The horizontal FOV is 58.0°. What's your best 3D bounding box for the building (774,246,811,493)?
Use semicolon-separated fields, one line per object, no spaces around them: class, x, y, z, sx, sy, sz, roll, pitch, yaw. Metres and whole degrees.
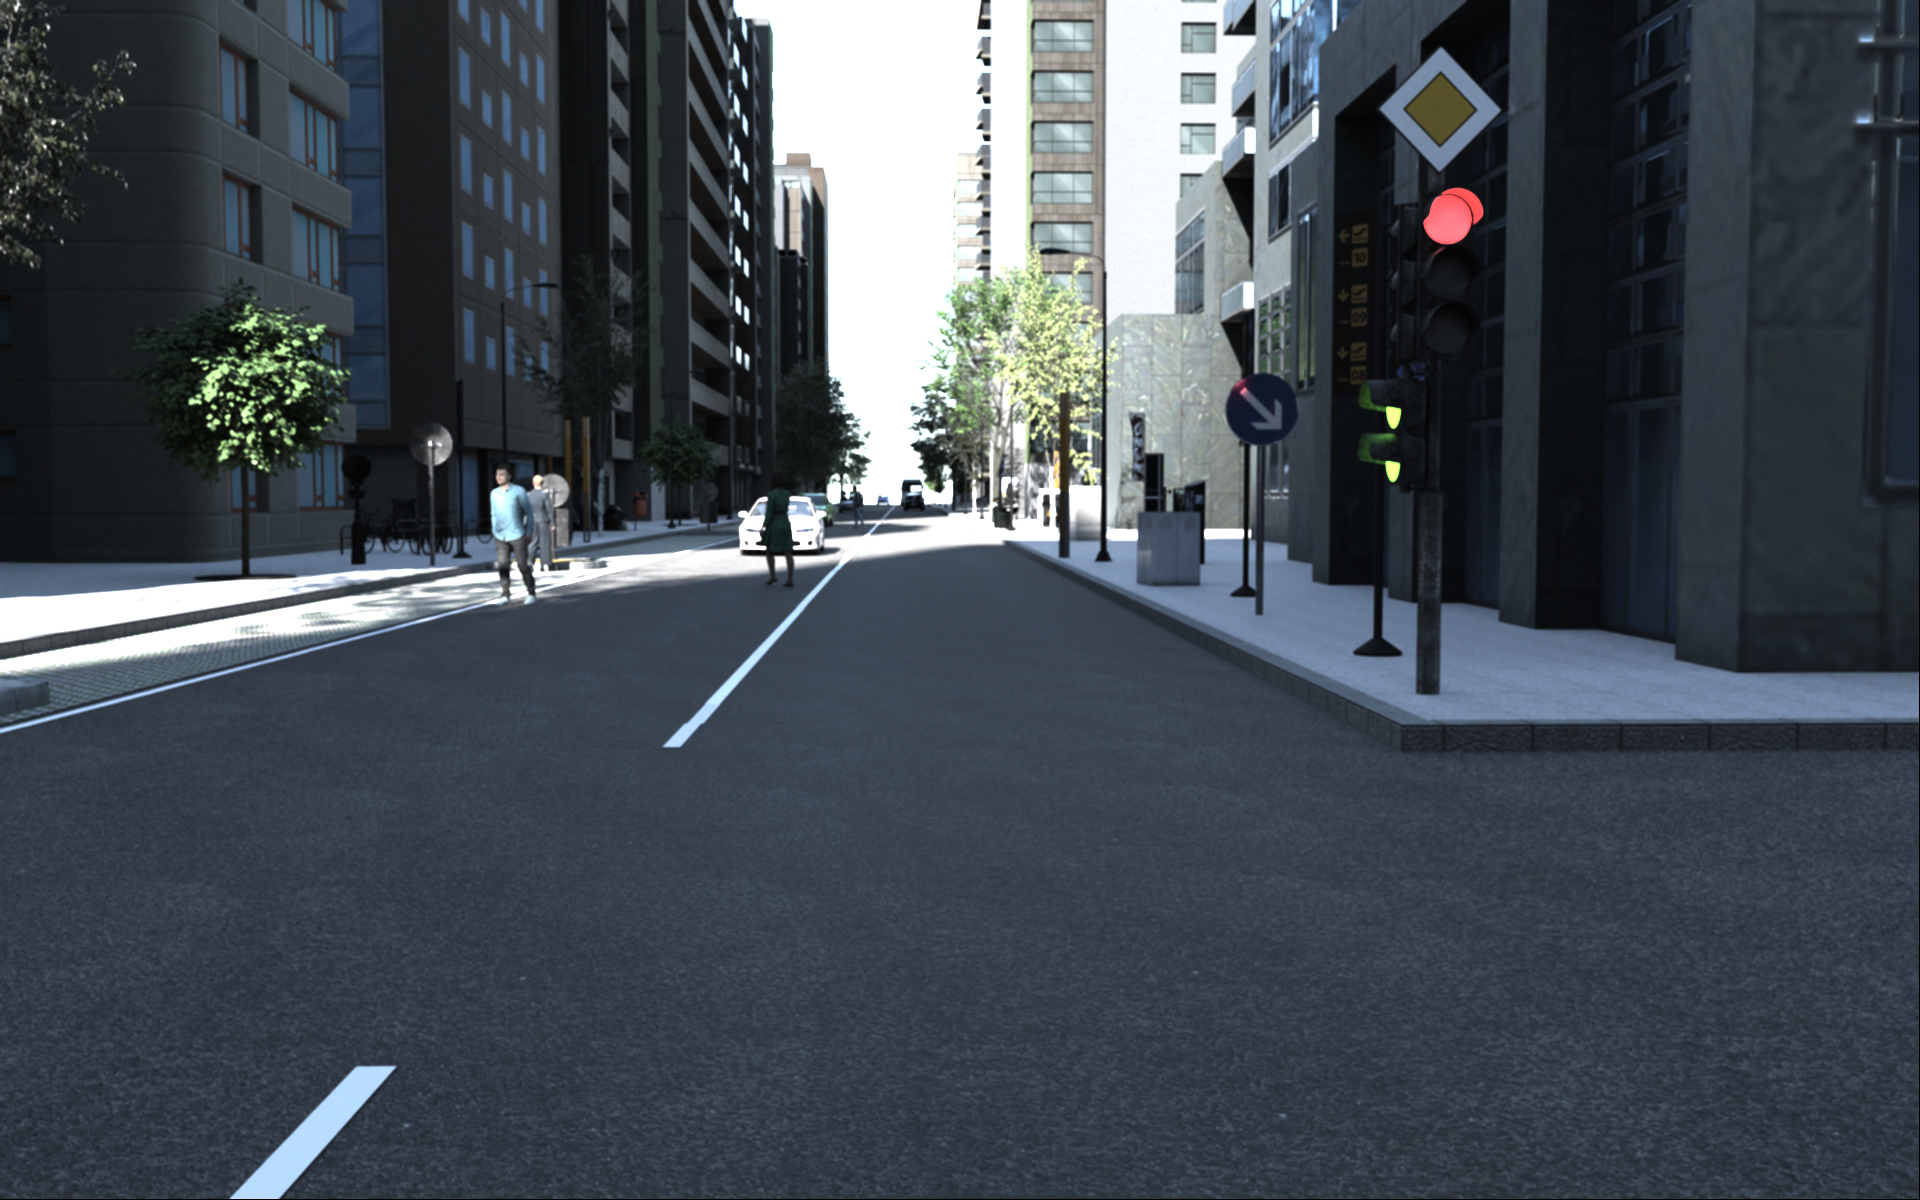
building;-24.904;-26.348;202.489;14.160;30.474;14.107;0;4;-2

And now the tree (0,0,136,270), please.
tree;-10.161;-4.088;17.199;4.360;8.622;3.978;0;3;0

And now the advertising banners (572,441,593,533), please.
advertising banners;-12.875;-3.687;56.462;2.074;3.025;0.090;1;4;15

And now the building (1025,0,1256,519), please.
building;10.461;-19.777;95.049;14.160;30.474;14.107;0;4;-2

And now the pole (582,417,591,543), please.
pole;-9.879;-3.177;45.784;0.158;3.312;0.155;0;3;0

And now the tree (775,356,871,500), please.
tree;-14.619;-15.540;160.740;9.857;13.997;8.962;0;3;0

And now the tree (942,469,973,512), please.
tree;0.106;-7.927;124.204;1.663;3.219;1.824;0;3;0

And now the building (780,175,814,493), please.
building;-25.703;-32.576;216.212;14.154;41.232;14.086;0;4;-2

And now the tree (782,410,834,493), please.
tree;-13.359;-12.333;152.011;4.360;8.622;3.978;0;3;0

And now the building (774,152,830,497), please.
building;-24.594;-35.506;230.639;14.600;45.320;14.200;0;4;-2

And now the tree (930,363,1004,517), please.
tree;0.587;-8.918;96.171;4.360;8.622;3.978;0;3;0

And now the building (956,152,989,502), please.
building;6.450;-32.180;209.735;14.154;41.232;14.086;0;4;-2

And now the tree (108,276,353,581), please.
tree;-10.934;-2.596;26.165;4.285;4.588;4.351;0;3;0

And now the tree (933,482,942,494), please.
tree;-2.489;-12.777;203.503;1.663;3.219;1.824;0;3;0

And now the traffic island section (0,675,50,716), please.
traffic island section;-7.155;0.700;10.829;2.009;0.180;2.903;0;4;-2

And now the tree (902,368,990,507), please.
tree;-0.660;-16.208;171.648;9.857;13.997;8.962;0;3;0

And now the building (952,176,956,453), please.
building;10.089;-35.268;231.257;22.147;44.769;28.867;0;4;-2

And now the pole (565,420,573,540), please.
pole;-10.806;-3.300;47.800;0.158;3.312;0.155;0;3;0

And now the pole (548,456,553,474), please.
pole;-15.488;-4.382;65.497;0.158;3.312;0.155;0;3;0

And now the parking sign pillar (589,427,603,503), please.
parking sign pillar;-14.859;-5.007;70.330;1.447;3.967;1.447;-2;4;-24

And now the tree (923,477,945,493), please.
tree;-3.595;-15.549;237.936;4.285;4.588;4.351;0;3;0

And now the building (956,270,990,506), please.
building;15.744;-30.499;190.546;32.217;40.220;23.993;0;4;-2

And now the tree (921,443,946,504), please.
tree;-3.342;-16.970;227.822;4.737;8.622;4.395;0;3;0

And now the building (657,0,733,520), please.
building;-24.467;-28.855;95.481;21.300;48.544;21.600;0;4;-2

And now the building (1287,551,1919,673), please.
building;20.715;-43.347;21.397;31.000;86.520;22.319;0;4;-2

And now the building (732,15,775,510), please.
building;-22.906;-28.158;143.985;14.154;41.232;14.086;0;4;-2

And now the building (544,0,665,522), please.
building;-21.442;-18.739;78.091;14.160;30.474;14.107;0;4;-2

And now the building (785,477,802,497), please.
building;-33.149;-30.032;182.910;32.217;40.220;23.993;0;4;-2

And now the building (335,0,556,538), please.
building;-21.620;-24.795;55.509;14.600;45.320;14.200;0;4;-2

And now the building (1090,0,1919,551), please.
building;17.083;-45.402;54.987;22.319;86.520;31.000;0;4;-2

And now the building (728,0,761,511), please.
building;-26.752;-30.690;121.386;23.786;49.044;30.456;0;4;-2

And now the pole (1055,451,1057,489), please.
pole;4.638;-5.446;82.884;0.158;3.312;0.155;0;3;0

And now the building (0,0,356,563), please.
building;-27.660;-11.047;25.653;27.650;21.520;28.899;0;4;-2

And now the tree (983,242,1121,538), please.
tree;2.715;-6.114;50.327;4.737;8.622;4.395;0;3;0

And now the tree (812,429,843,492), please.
tree;-14.802;-14.417;186.073;4.737;8.622;4.395;0;3;0

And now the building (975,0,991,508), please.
building;12.521;-30.006;145.229;22.147;44.769;28.867;0;4;-2

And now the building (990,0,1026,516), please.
building;12.528;-35.070;115.388;21.231;58.520;28.212;0;4;-2

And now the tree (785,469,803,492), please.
tree;-13.266;-8.545;134.315;1.663;3.219;1.824;0;3;0

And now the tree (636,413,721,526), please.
tree;-11.493;-5.316;70.624;4.285;4.588;4.351;0;3;0

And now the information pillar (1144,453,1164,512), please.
information pillar;3.494;-1.636;31.248;0.304;2.012;0.304;1;4;19

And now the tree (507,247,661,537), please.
tree;-10.902;-6.180;51.406;4.360;8.622;3.978;0;3;0

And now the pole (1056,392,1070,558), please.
pole;2.105;-2.509;34.860;0.158;3.312;0.155;0;3;0

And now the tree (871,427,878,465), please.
tree;-16.674;-20.719;245.406;9.857;13.997;8.962;0;3;0

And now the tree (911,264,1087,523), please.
tree;1.760;-9.267;77.266;9.928;11.665;9.643;0;3;0

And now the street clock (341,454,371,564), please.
street clock;-11.017;-1.657;31.664;0.358;2.002;0.471;3;5;43

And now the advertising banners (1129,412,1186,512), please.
advertising banners;4.359;-2.548;37.853;2.074;3.025;0.090;-3;5;-44
